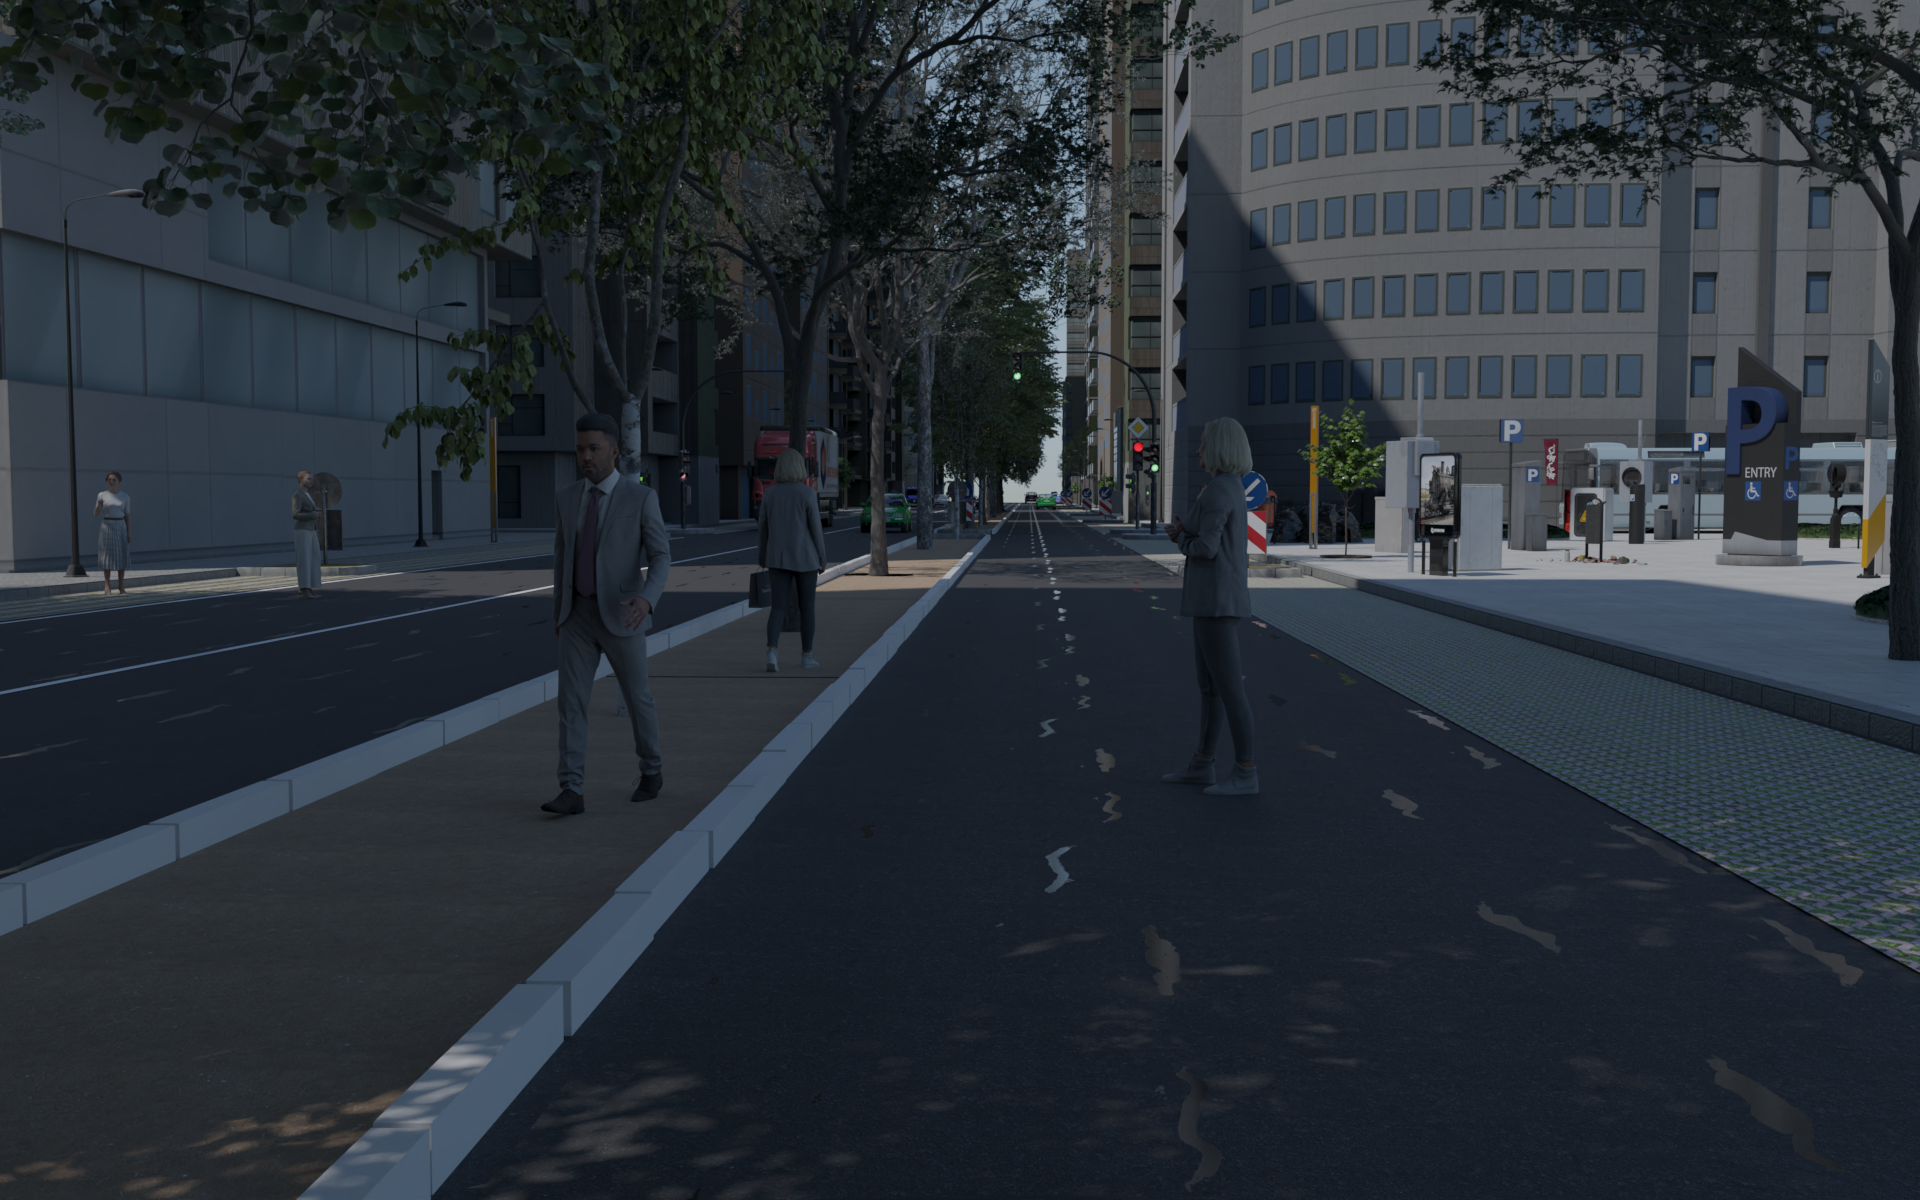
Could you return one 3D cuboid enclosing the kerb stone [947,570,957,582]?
[{"bbox_3d":[-0.169,-0.333,27.652,0.120,0.150,1.000,0,4,2],"label":"kerb stone"}]

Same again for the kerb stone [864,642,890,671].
[{"bbox_3d":[-0.702,0.482,14.310,0.120,0.150,1.000,0,4,2],"label":"kerb stone"}]

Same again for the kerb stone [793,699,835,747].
[{"bbox_3d":[-0.869,0.734,10.212,0.120,0.150,1.000,0,4,2],"label":"kerb stone"}]

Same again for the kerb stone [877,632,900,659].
[{"bbox_3d":[-0.654,0.422,15.332,0.120,0.150,1.000,0,4,2],"label":"kerb stone"}]

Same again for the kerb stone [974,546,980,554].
[{"bbox_3d":[0.318,-1.085,39.943,0.120,0.150,1.000,0,4,2],"label":"kerb stone"}]

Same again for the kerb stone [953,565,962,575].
[{"bbox_3d":[-0.091,-0.455,29.703,0.120,0.150,1.000,0,4,2],"label":"kerb stone"}]

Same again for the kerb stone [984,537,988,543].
[{"bbox_3d":[0.645,-1.587,48.137,0.120,0.150,1.000,0,4,2],"label":"kerb stone"}]

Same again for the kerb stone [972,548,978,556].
[{"bbox_3d":[0.281,-1.022,38.912,0.120,0.150,1.000,0,4,2],"label":"kerb stone"}]

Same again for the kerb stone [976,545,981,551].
[{"bbox_3d":[0.356,-1.148,40.969,0.120,0.150,1.000,0,4,2],"label":"kerb stone"}]

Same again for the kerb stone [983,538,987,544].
[{"bbox_3d":[0.601,-1.523,47.115,0.120,0.150,1.000,0,4,2],"label":"kerb stone"}]

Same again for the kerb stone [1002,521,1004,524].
[{"bbox_3d":[1.721,-3.246,75.306,0.120,0.150,1.000,0,4,2],"label":"kerb stone"}]

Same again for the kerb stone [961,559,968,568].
[{"bbox_3d":[0.024,-0.641,32.770,0.120,0.150,1.000,0,4,2],"label":"kerb stone"}]

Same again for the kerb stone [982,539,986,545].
[{"bbox_3d":[0.560,-1.461,46.085,0.120,0.150,1.000,0,4,2],"label":"kerb stone"}]

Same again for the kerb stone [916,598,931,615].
[{"bbox_3d":[-0.459,0.109,20.469,0.120,0.150,1.000,0,4,2],"label":"kerb stone"}]

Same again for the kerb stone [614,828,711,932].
[{"bbox_3d":[-1.037,0.985,6.096,0.120,0.150,1.000,0,4,2],"label":"kerb stone"}]

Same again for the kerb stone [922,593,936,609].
[{"bbox_3d":[-0.414,0.043,21.499,0.120,0.150,1.000,0,4,2],"label":"kerb stone"}]

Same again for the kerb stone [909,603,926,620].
[{"bbox_3d":[-0.505,0.169,19.433,0.120,0.150,1.000,0,4,2],"label":"kerb stone"}]

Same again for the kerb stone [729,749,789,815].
[{"bbox_3d":[-0.949,0.864,8.159,0.120,0.150,1.000,0,4,2],"label":"kerb stone"}]

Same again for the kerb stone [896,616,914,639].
[{"bbox_3d":[-0.578,0.294,17.387,0.120,0.150,1.000,0,4,2],"label":"kerb stone"}]

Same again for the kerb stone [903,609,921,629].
[{"bbox_3d":[-0.538,0.234,18.412,0.120,0.150,1.000,0,4,2],"label":"kerb stone"}]

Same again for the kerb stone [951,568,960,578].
[{"bbox_3d":[-0.130,-0.393,28.682,0.120,0.150,1.000,0,4,2],"label":"kerb stone"}]

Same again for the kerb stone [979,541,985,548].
[{"bbox_3d":[0.493,-1.336,44.041,0.120,0.150,1.000,0,4,2],"label":"kerb stone"}]

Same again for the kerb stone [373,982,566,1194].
[{"bbox_3d":[-1.118,1.111,4.035,0.120,0.150,1.000,0,4,2],"label":"kerb stone"}]

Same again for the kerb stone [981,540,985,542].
[{"bbox_3d":[0.523,-1.399,45.063,0.120,0.150,1.000,0,4,2],"label":"kerb stone"}]

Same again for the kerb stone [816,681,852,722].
[{"bbox_3d":[-0.828,0.671,11.236,0.120,0.150,1.000,0,4,2],"label":"kerb stone"}]

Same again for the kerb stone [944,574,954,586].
[{"bbox_3d":[-0.210,-0.263,26.619,0.120,0.150,1.000,0,4,2],"label":"kerb stone"}]

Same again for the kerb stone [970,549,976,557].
[{"bbox_3d":[0.230,-0.960,37.891,0.120,0.150,1.000,0,4,2],"label":"kerb stone"}]

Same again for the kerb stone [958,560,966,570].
[{"bbox_3d":[-0.010,-0.584,31.747,0.120,0.150,1.000,0,4,2],"label":"kerb stone"}]

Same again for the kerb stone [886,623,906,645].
[{"bbox_3d":[-0.626,0.357,16.361,0.120,0.150,1.000,0,4,2],"label":"kerb stone"}]

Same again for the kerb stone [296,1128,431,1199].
[{"bbox_3d":[-1.154,1.175,3.014,0.120,0.150,1.000,0,4,2],"label":"kerb stone"}]

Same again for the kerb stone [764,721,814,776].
[{"bbox_3d":[-0.912,0.795,9.190,0.120,0.150,1.000,0,4,2],"label":"kerb stone"}]

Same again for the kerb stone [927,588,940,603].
[{"bbox_3d":[-0.374,-0.020,22.525,0.120,0.150,1.000,0,4,2],"label":"kerb stone"}]

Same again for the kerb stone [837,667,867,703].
[{"bbox_3d":[-0.784,0.616,12.258,0.120,0.150,1.000,0,4,2],"label":"kerb stone"}]

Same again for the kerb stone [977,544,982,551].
[{"bbox_3d":[0.402,-1.210,41.999,0.120,0.150,1.000,0,4,2],"label":"kerb stone"}]

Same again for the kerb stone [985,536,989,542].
[{"bbox_3d":[0.686,-1.650,49.166,0.120,0.150,1.000,0,4,2],"label":"kerb stone"}]

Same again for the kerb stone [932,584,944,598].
[{"bbox_3d":[-0.342,-0.079,23.552,0.120,0.150,1.000,0,4,2],"label":"kerb stone"}]

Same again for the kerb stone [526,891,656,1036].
[{"bbox_3d":[-1.067,1.050,5.075,0.120,0.150,1.000,0,4,2],"label":"kerb stone"}]

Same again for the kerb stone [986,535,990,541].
[{"bbox_3d":[0.724,-1.712,50.188,0.120,0.150,1.000,0,4,2],"label":"kerb stone"}]

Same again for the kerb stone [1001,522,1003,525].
[{"bbox_3d":[1.640,-3.123,73.260,0.120,0.150,1.000,0,4,2],"label":"kerb stone"}]

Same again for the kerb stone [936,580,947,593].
[{"bbox_3d":[-0.300,-0.143,24.573,0.120,0.150,1.000,0,4,2],"label":"kerb stone"}]

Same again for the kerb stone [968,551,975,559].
[{"bbox_3d":[0.195,-0.897,36.869,0.120,0.150,1.000,0,4,2],"label":"kerb stone"}]

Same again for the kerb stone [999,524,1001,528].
[{"bbox_3d":[1.437,-2.810,68.131,0.120,0.150,1.000,0,4,2],"label":"kerb stone"}]

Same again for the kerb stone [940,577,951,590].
[{"bbox_3d":[-0.260,-0.208,25.597,0.120,0.150,1.000,0,4,2],"label":"kerb stone"}]

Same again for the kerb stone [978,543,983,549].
[{"bbox_3d":[0.444,-1.274,43.020,0.120,0.150,1.000,0,4,2],"label":"kerb stone"}]

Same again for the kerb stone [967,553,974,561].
[{"bbox_3d":[0.154,-0.835,35.845,0.120,0.150,1.000,0,4,2],"label":"kerb stone"}]

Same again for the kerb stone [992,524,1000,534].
[{"bbox_3d":[1.400,-2.747,67.101,0.120,0.150,1.000,0,4,2],"label":"kerb stone"}]

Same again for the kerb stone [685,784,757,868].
[{"bbox_3d":[-0.983,0.926,7.126,0.120,0.150,1.000,0,4,2],"label":"kerb stone"}]

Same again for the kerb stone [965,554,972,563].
[{"bbox_3d":[0.116,-0.772,34.818,0.120,0.150,1.000,0,4,2],"label":"kerb stone"}]

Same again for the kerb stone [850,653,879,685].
[{"bbox_3d":[-0.741,0.545,13.287,0.120,0.150,1.000,0,4,2],"label":"kerb stone"}]

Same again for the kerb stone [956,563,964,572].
[{"bbox_3d":[-0.050,-0.515,30.725,0.120,0.150,1.000,0,4,2],"label":"kerb stone"}]

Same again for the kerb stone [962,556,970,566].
[{"bbox_3d":[0.073,-0.710,33.797,0.120,0.150,1.000,0,4,2],"label":"kerb stone"}]
